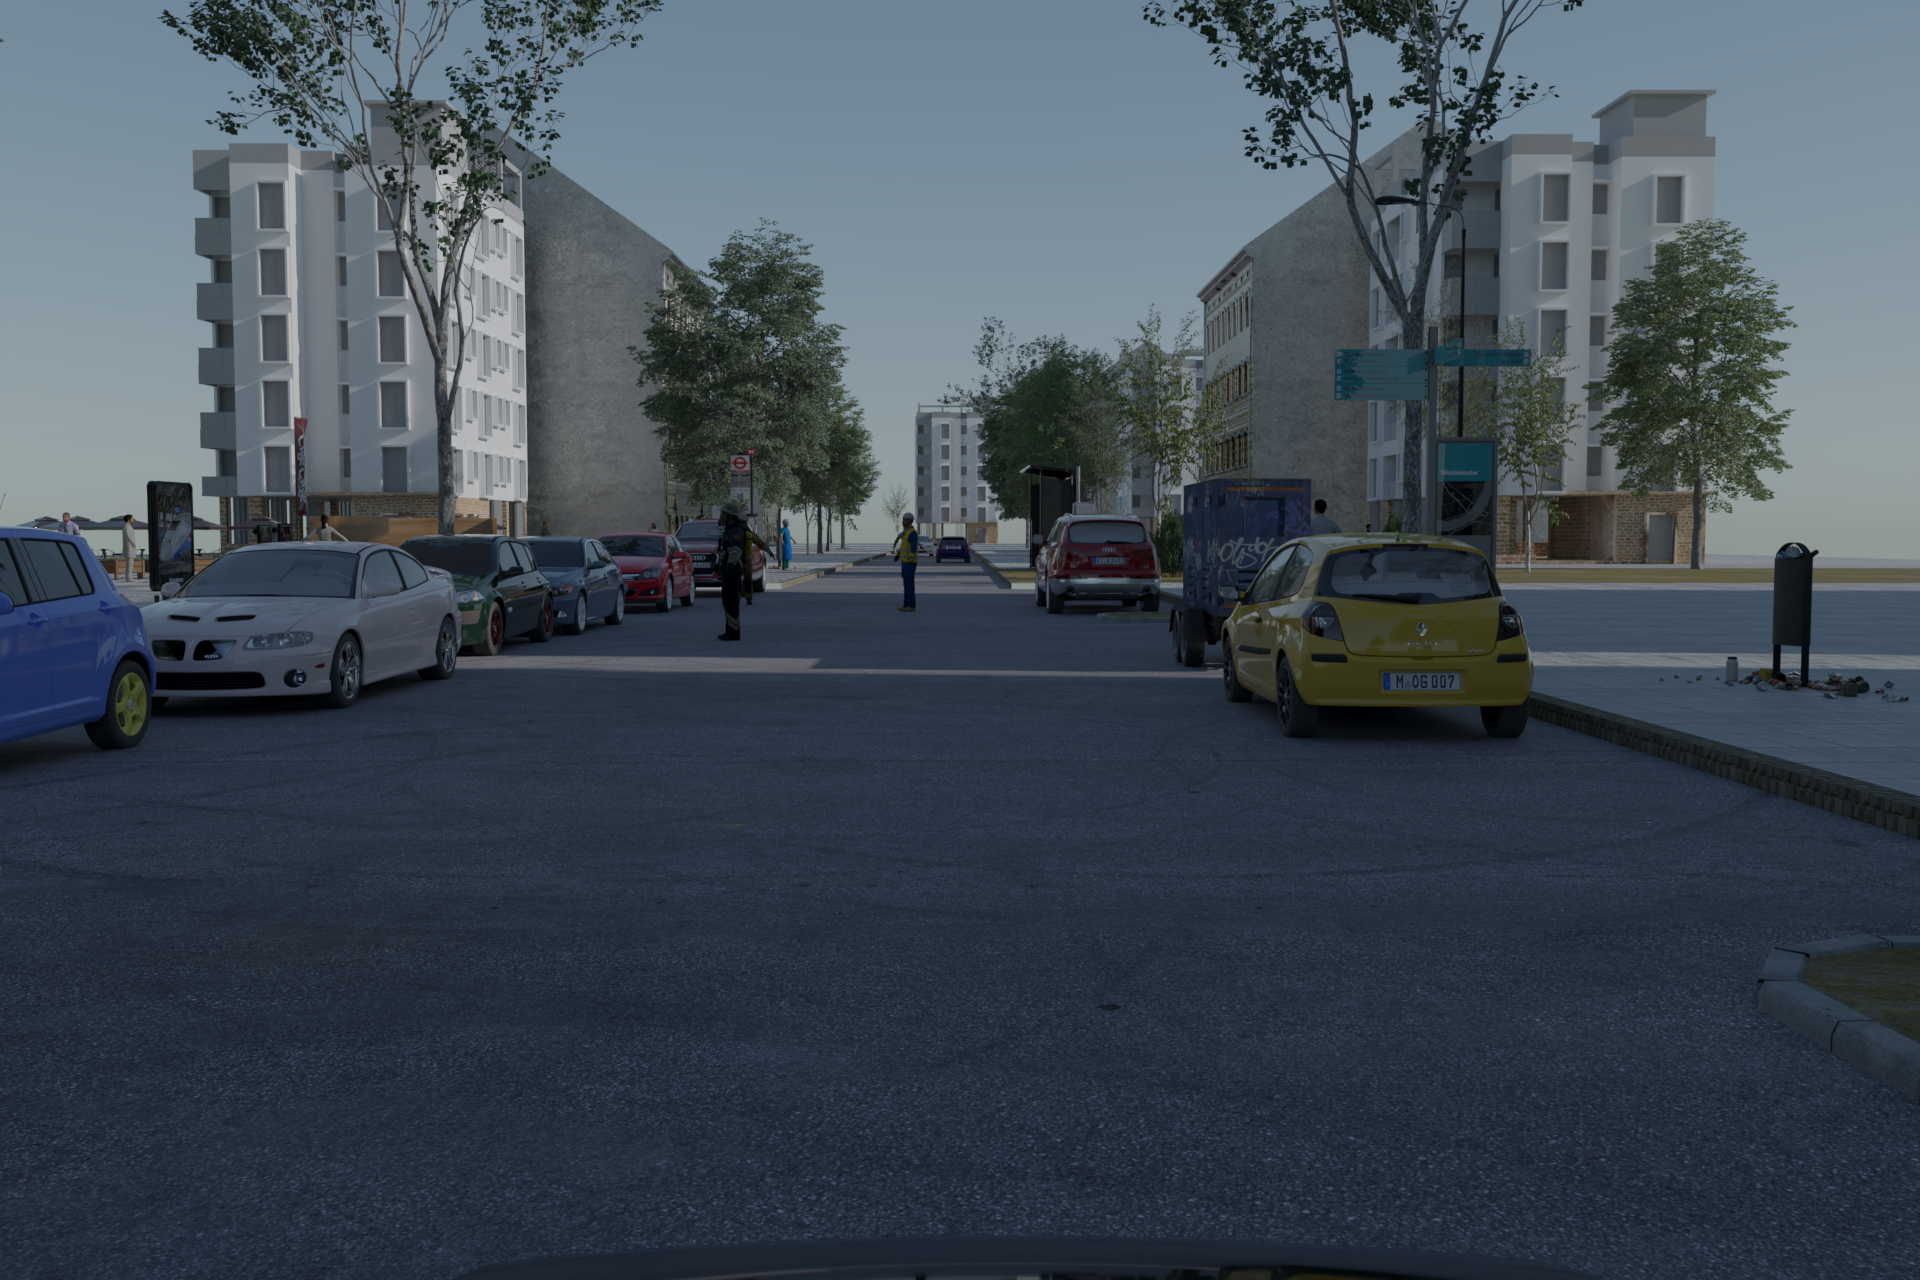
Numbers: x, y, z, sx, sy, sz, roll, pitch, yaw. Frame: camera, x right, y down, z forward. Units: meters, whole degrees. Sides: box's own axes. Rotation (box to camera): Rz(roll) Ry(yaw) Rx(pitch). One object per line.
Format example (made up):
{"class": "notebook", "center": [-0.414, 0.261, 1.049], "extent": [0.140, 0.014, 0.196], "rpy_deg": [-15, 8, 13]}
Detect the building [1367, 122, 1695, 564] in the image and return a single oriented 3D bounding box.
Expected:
{"class": "building", "center": [25.735, -14.046, 86.066], "extent": [16.016, 20.090, 11.380], "rpy_deg": [0, 4, 0]}

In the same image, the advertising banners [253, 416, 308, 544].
{"class": "advertising banners", "center": [-9.883, -1.781, 25.311], "extent": [0.090, 3.025, 2.074], "rpy_deg": [0, 3, 0]}

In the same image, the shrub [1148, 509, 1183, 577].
{"class": "shrub", "center": [6.358, -2.909, 51.606], "extent": [1.661, 2.075, 1.752], "rpy_deg": [0, 3, 0]}

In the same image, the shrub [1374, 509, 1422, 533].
{"class": "shrub", "center": [14.073, -3.159, 55.695], "extent": [1.661, 2.075, 1.752], "rpy_deg": [0, 3, 0]}

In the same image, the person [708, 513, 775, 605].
{"class": "person", "center": [-4.408, -1.642, 35.073], "extent": [1.354, 1.858, 0.705], "rpy_deg": [0, 4, 2]}

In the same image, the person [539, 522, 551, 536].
{"class": "person", "center": [-17.302, -4.043, 72.377], "extent": [0.705, 1.796, 1.348], "rpy_deg": [1, 4, 15]}

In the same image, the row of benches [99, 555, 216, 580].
{"class": "row of benches", "center": [-23.161, -2.111, 49.973], "extent": [1.422, 0.672, 4.104], "rpy_deg": [1, 4, 18]}

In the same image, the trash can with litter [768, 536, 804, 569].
{"class": "trash can with litter", "center": [-6.513, -3.231, 63.876], "extent": [1.678, 1.210, 2.233], "rpy_deg": [0, 3, 0]}

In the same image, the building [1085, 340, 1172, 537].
{"class": "building", "center": [21.195, -22.917, 205.625], "extent": [19.493, 23.208, 18.063], "rpy_deg": [0, 4, 0]}

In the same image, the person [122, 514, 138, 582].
{"class": "person", "center": [-22.047, -2.437, 46.037], "extent": [0.705, 1.806, 1.347], "rpy_deg": [-2, 4, -27]}

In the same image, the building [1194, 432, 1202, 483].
{"class": "building", "center": [23.693, -11.310, 127.072], "extent": [9.099, 9.664, 28.070], "rpy_deg": [0, 4, 0]}

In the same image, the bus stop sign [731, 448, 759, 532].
{"class": "bus stop sign", "center": [-6.663, -3.973, 53.657], "extent": [0.855, 3.939, 0.416], "rpy_deg": [0, 3, 0]}

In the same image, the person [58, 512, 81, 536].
{"class": "person", "center": [-22.897, -2.349, 44.312], "extent": [0.709, 1.838, 0.599], "rpy_deg": [0, 4, 4]}

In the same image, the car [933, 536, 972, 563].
{"class": "car", "center": [-0.362, -4.548, 86.933], "extent": [1.945, 1.354, 3.894], "rpy_deg": [0, 4, -1]}

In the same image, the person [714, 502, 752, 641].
{"class": "person", "center": [-3.124, -0.926, 23.374], "extent": [0.705, 1.856, 1.354], "rpy_deg": [-1, 4, -15]}

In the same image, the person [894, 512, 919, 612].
{"class": "person", "center": [-0.982, -1.451, 32.144], "extent": [0.705, 1.833, 1.349], "rpy_deg": [-1, 4, -14]}

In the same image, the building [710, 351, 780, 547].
{"class": "building", "center": [-28.813, -21.383, 180.542], "extent": [19.493, 23.208, 18.063], "rpy_deg": [0, 4, -1]}

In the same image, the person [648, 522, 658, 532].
{"class": "person", "center": [-13.476, -4.292, 76.295], "extent": [0.705, 1.813, 1.348], "rpy_deg": [3, 4, 36]}

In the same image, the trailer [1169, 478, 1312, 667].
{"class": "trailer", "center": [3.115, -0.775, 19.727], "extent": [1.471, 1.999, 3.904], "rpy_deg": [0, 4, 0]}

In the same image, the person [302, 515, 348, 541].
{"class": "person", "center": [-14.668, -2.029, 40.012], "extent": [1.217, 1.735, 0.721], "rpy_deg": [-1, 4, -18]}

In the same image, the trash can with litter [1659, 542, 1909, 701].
{"class": "trash can with litter", "center": [6.949, -0.198, 14.297], "extent": [1.678, 1.210, 2.233], "rpy_deg": [0, 3, 0]}

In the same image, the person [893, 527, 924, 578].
{"class": "person", "center": [-1.737, -2.948, 56.779], "extent": [1.348, 1.813, 0.705], "rpy_deg": [3, 5, 40]}

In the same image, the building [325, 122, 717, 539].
{"class": "building", "center": [-25.155, -16.563, 101.732], "extent": [19.493, 23.208, 18.063], "rpy_deg": [0, 4, 0]}

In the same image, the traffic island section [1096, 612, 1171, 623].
{"class": "traffic island section", "center": [3.305, -0.370, 28.913], "extent": [1.991, 0.108, 1.994], "rpy_deg": [0, 4, -1]}

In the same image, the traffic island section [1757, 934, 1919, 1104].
{"class": "traffic island section", "center": [3.401, 1.102, 4.847], "extent": [1.991, 0.108, 1.994], "rpy_deg": [0, 4, -1]}

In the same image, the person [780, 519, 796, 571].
{"class": "person", "center": [-6.093, -3.352, 60.926], "extent": [0.704, 1.817, 1.347], "rpy_deg": [1, 4, 16]}

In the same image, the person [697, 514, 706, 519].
{"class": "person", "center": [-7.293, -2.635, 49.018], "extent": [0.705, 1.837, 1.347], "rpy_deg": [0, 4, 6]}

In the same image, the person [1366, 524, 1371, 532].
{"class": "person", "center": [18.102, -4.257, 76.329], "extent": [0.721, 1.740, 1.216], "rpy_deg": [1, 4, 19]}

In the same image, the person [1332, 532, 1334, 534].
{"class": "person", "center": [7.779, -1.593, 35.315], "extent": [0.697, 1.427, 0.421], "rpy_deg": [-1, 4, -11]}

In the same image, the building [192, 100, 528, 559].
{"class": "building", "center": [-27.485, -13.487, 76.939], "extent": [16.016, 20.090, 11.380], "rpy_deg": [0, 4, 1]}

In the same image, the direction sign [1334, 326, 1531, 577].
{"class": "direction sign", "center": [6.085, -2.022, 21.823], "extent": [2.525, 3.948, 1.411], "rpy_deg": [0, 4, 0]}

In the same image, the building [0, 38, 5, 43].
{"class": "building", "center": [-31.668, -11.824, 33.978], "extent": [13.314, 22.015, 24.055], "rpy_deg": [0, 4, -1]}

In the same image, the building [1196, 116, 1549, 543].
{"class": "building", "center": [24.645, -16.487, 100.484], "extent": [19.493, 23.208, 18.063], "rpy_deg": [0, 3, 0]}

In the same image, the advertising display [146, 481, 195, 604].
{"class": "advertising display", "center": [-9.701, -0.986, 21.327], "extent": [0.123, 1.923, 0.974], "rpy_deg": [0, 4, 1]}

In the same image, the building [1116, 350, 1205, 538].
{"class": "building", "center": [21.337, -19.665, 177.934], "extent": [16.016, 20.090, 11.380], "rpy_deg": [0, 3, 0]}

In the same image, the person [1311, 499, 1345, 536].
{"class": "person", "center": [5.452, -1.234, 26.331], "extent": [1.344, 1.810, 0.704], "rpy_deg": [-1, 4, -12]}

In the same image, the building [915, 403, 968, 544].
{"class": "building", "center": [-6.008, -23.486, 242.873], "extent": [11.380, 20.090, 16.016], "rpy_deg": [1, 4, 8]}
